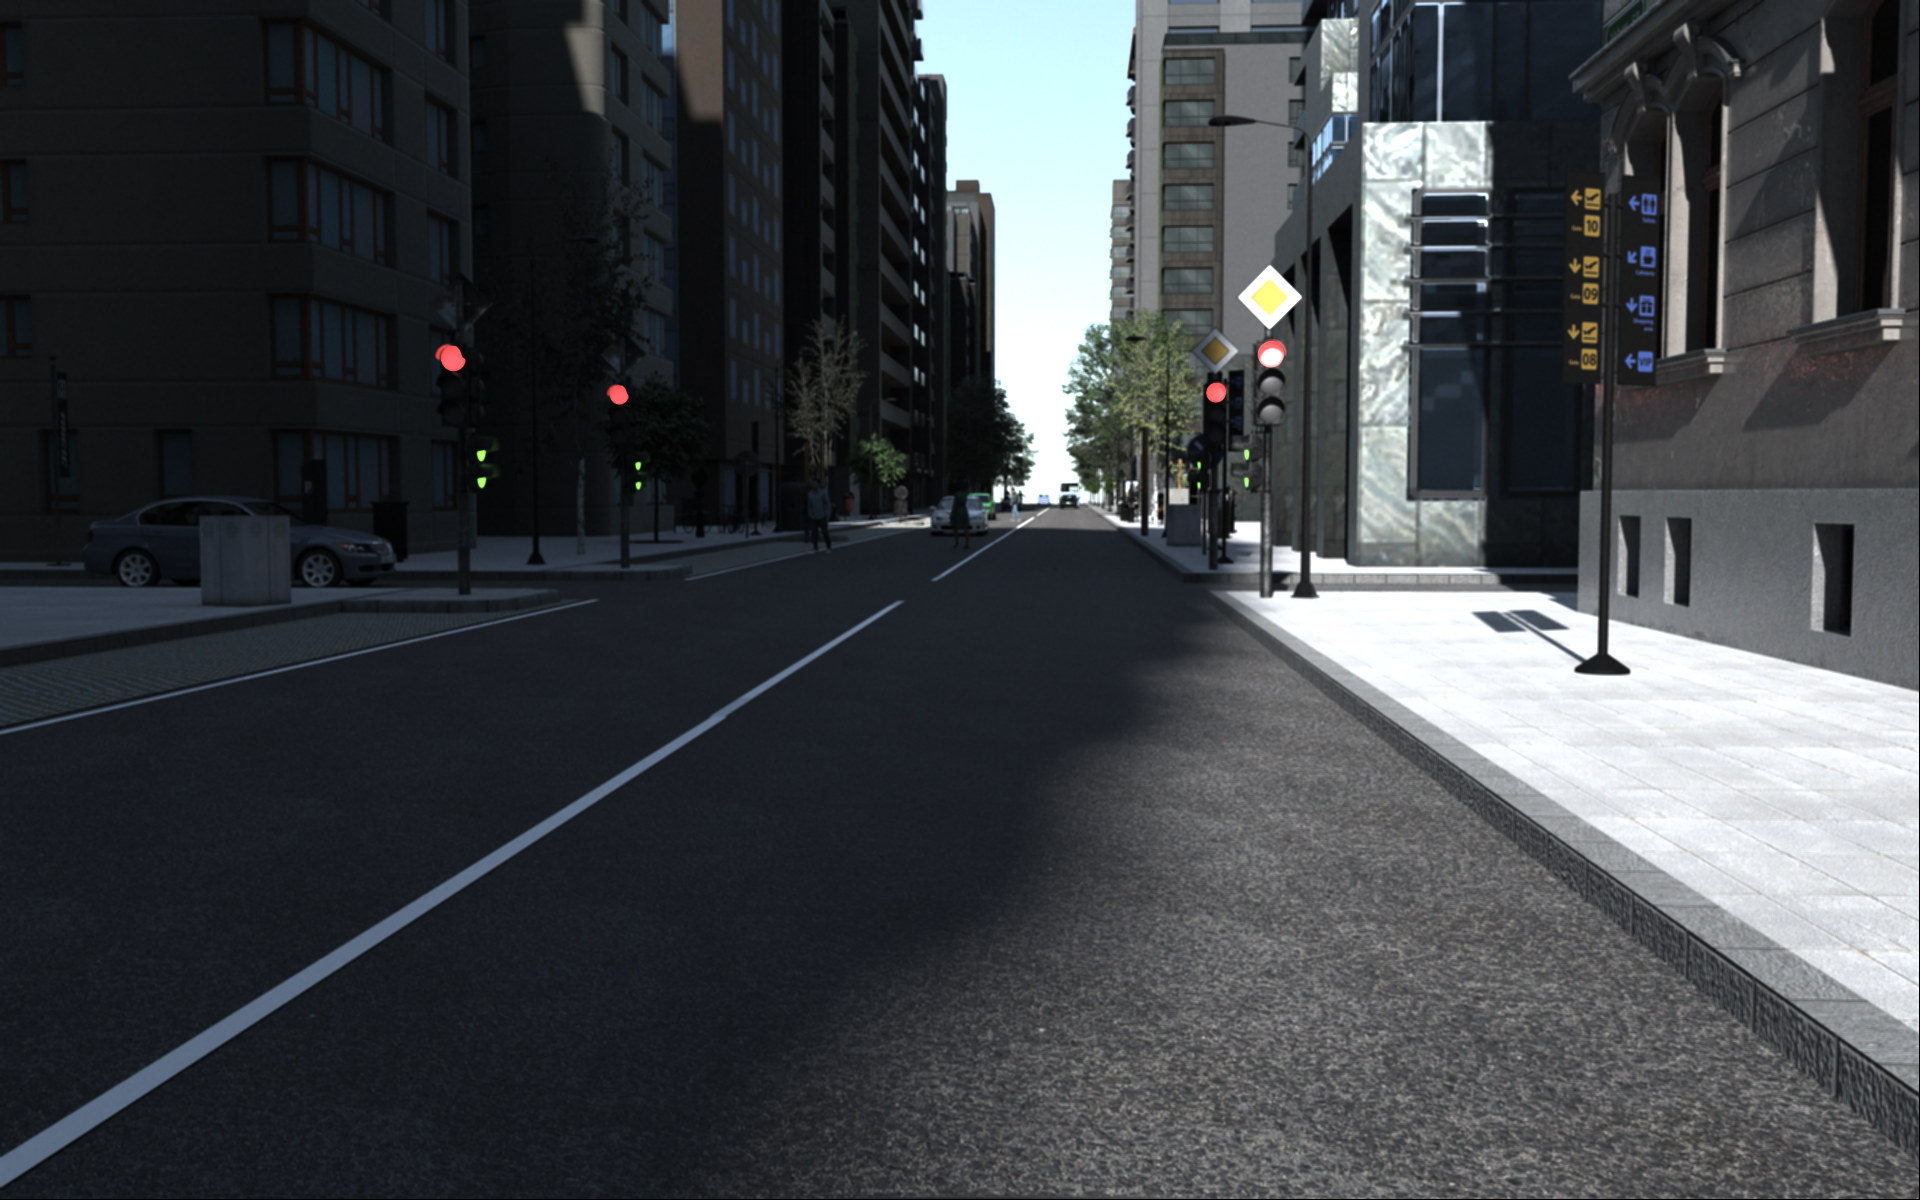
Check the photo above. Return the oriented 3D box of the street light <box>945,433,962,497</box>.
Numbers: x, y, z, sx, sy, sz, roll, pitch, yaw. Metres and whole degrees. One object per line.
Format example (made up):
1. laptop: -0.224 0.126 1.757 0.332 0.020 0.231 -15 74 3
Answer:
1. street light: -0.567 -9.804 132.837 1.470 5.913 1.316 0 4 4

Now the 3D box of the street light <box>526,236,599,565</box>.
1. street light: -7.193 -3.598 31.372 1.470 5.913 1.316 0 4 4

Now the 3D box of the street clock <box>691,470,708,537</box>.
1. street clock: -7.693 -2.853 51.220 0.471 2.002 0.358 -3 5 -42

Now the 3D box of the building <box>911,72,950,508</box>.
1. building: -8.706 -29.392 164.155 14.154 41.232 14.086 0 4 4

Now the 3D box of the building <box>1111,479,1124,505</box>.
1. building: 34.205 -31.496 206.835 32.217 40.220 23.993 0 4 4

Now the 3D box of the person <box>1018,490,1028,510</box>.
1. person: 5.593 -9.309 160.705 1.348 1.824 0.705 -1 4 -9

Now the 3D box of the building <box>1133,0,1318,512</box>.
1. building: 23.892 -36.105 132.320 21.231 58.520 28.212 0 4 4

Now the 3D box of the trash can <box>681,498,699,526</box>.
1. trash can: -10.763 -3.511 69.054 0.748 1.137 0.748 0 3 0

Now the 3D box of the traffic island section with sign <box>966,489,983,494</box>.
1. traffic island section with sign: 0.464 -7.326 128.413 1.989 1.847 2.006 0 4 4

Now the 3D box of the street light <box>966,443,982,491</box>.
1. street light: 1.128 -11.409 159.071 1.470 5.913 1.316 0 4 4

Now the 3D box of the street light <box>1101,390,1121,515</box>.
1. street light: 7.159 -6.431 77.687 1.470 5.913 1.316 0 4 4

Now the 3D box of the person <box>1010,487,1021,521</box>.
1. person: 2.858 -5.026 91.019 0.721 1.781 0.623 -1 4 -23

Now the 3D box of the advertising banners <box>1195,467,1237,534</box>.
1. advertising banners: 8.207 -3.653 55.921 2.074 3.025 0.090 -3 4 -38

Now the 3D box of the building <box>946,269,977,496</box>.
1. building: -5.149 -27.577 222.585 14.160 30.474 14.107 0 4 4

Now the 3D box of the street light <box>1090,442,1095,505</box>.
1. street light: 10.522 -9.486 127.644 1.470 5.913 1.316 0 4 4

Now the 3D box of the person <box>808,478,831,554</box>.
1. person: -3.342 -2.018 41.506 0.660 1.820 0.620 1 4 21

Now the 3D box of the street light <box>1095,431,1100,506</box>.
1. street light: 9.000 -8.047 104.104 1.470 5.913 1.316 0 4 4

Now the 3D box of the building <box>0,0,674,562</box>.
1. building: -24.776 -12.341 46.814 27.650 21.520 28.899 0 4 4

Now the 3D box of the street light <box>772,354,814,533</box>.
1. street light: -5.536 -5.195 57.480 1.470 5.913 1.316 0 4 4

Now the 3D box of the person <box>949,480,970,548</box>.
1. person: 0.017 -2.259 45.679 0.529 1.795 0.600 3 5 43

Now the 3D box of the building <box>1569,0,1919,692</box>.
1. building: 12.201 -13.400 6.474 14.401 28.519 23.554 0 4 4

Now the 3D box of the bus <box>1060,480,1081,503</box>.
1. bus: 14.571 -14.334 229.221 2.948 3.499 13.247 0 4 4

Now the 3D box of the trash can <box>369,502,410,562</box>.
1. trash can: -10.730 -1.283 32.626 0.748 1.137 0.748 0 3 0

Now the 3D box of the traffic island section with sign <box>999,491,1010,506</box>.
1. traffic island section with sign: 5.839 -12.441 212.030 1.989 1.847 2.006 0 4 4

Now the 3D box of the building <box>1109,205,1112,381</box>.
1. building: 32.470 -36.286 247.897 22.147 44.769 28.867 0 4 4

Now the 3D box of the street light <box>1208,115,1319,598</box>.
1. street light: 3.745 -2.986 21.367 1.470 5.913 1.316 0 4 4

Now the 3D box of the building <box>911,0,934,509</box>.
1. building: -14.666 -31.952 142.023 23.786 49.044 30.456 0 4 4

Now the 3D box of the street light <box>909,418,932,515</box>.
1. street light: -2.440 -8.185 106.366 1.470 5.913 1.316 0 4 4

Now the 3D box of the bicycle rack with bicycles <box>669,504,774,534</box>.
1. bicycle rack with bicycles: -8.016 -2.673 57.086 2.852 0.926 2.925 1 4 18

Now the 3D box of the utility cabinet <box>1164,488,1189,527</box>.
1. utility cabinet: 8.279 -3.490 65.742 1.173 1.500 0.318 -3 4 -37

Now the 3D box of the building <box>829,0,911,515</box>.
1. building: -14.862 -30.111 116.019 21.300 48.544 21.600 0 4 4

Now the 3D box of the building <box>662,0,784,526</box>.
1. building: -15.848 -26.046 75.958 14.600 45.320 14.200 0 4 4

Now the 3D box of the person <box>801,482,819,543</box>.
1. person: -4.355 -2.557 50.733 0.576 1.772 0.534 0 4 -6

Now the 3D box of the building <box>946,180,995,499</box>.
1. building: -2.112 -36.726 250.576 14.600 45.320 14.200 0 4 4

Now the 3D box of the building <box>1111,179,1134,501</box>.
1. building: 26.786 -33.225 226.819 14.154 41.232 14.086 0 4 4

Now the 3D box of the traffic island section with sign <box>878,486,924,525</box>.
1. traffic island section with sign: -2.683 -4.327 79.367 1.989 1.847 2.006 0 4 4

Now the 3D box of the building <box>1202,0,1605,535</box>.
1. building: 22.750 -46.427 71.757 22.319 86.520 31.000 0 4 4

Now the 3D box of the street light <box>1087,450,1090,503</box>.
1. street light: 12.165 -11.083 153.753 1.470 5.913 1.316 0 4 4

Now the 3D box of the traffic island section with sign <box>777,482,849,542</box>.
1. traffic island section with sign: -4.405 -2.681 52.467 1.989 1.847 2.006 0 4 4

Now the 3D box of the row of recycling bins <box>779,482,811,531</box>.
1. row of recycling bins: -5.751 -3.299 61.053 1.069 1.692 3.534 0 4 4

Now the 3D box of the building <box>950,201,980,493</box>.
1. building: -4.604 -33.806 236.321 14.154 41.232 14.086 0 4 4

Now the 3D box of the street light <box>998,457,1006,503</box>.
1. street light: 4.707 -14.903 216.201 1.470 5.913 1.316 0 4 4

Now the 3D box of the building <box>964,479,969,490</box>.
1. building: -15.194 -31.315 203.876 32.217 40.220 23.993 0 4 4

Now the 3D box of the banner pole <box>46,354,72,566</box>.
1. banner pole: -16.196 -2.519 31.195 0.401 3.779 0.863 0 4 -6

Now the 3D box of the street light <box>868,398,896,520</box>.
1. street light: -3.785 -6.829 84.192 1.470 5.913 1.316 0 4 4

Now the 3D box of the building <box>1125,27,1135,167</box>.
1. building: 26.690 -31.034 162.028 22.147 44.769 28.867 0 4 4

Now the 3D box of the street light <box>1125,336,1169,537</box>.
1. street light: 5.585 -4.807 51.136 1.470 5.913 1.316 0 4 4

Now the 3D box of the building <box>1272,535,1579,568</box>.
1. building: 23.162 -44.361 37.975 31.000 86.520 22.319 0 4 4

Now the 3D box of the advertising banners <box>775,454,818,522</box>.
1. advertising banners: -7.175 -4.887 76.082 2.074 3.025 0.090 1 4 20

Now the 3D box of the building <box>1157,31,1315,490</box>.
1. building: 19.813 -20.830 112.273 14.160 30.474 14.107 0 4 4

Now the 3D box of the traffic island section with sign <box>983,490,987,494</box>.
1. traffic island section with sign: 2.205 -8.984 155.510 1.989 1.847 2.006 0 4 4

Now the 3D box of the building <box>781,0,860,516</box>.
1. building: -13.561 -19.983 98.423 14.160 30.474 14.107 0 4 4
